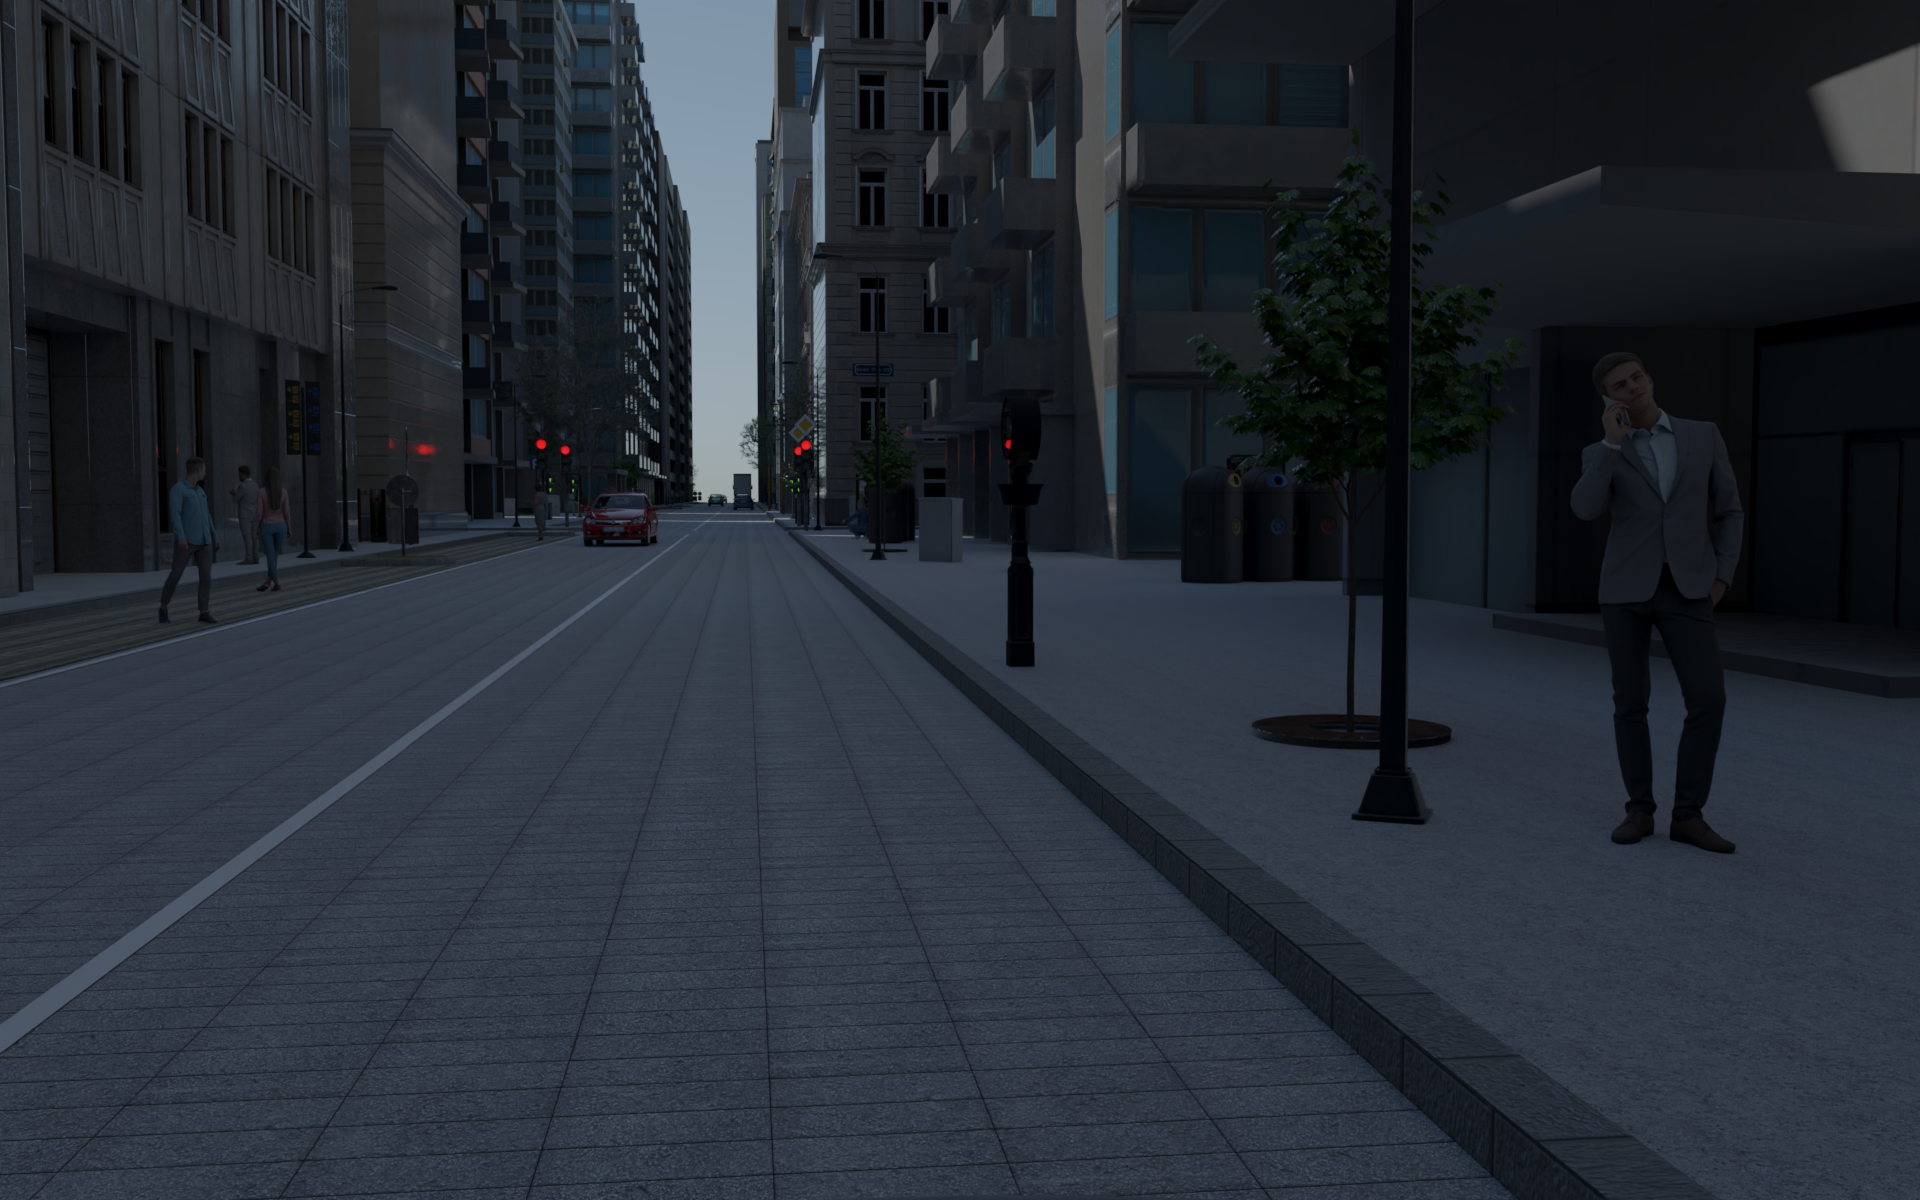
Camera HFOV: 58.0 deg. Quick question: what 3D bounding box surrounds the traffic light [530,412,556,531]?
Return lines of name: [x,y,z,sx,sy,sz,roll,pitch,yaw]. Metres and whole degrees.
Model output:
traffic light: [-14.298,-4.312,59.417,0.839,4.253,0.868,0,4,-7]

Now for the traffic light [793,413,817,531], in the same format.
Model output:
traffic light: [-5.408,-4.380,60.537,0.839,4.253,0.868,0,4,-7]

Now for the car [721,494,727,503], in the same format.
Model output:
car: [-38.089,-16.144,276.320,2.083,1.381,4.827,-1,4,-9]

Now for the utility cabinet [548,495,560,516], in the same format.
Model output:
utility cabinet: [-23.416,-5.402,99.491,0.306,1.237,1.020,2,4,26]

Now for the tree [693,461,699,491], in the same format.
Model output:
tree: [-46.183,-20.976,293.323,4.360,8.622,3.978,0,3,0]

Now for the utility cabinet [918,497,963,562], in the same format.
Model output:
utility cabinet: [-0.364,-1.330,32.907,0.306,1.237,1.020,-3,5,-39]

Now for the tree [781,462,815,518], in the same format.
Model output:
tree: [-8.356,-5.900,91.058,1.663,3.219,1.824,0,3,0]

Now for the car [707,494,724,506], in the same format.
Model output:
car: [-28.613,-11.877,202.989,1.959,1.807,4.718,0,4,-6]

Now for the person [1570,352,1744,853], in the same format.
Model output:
person: [2.564,-0.008,6.355,0.592,1.802,0.473,2,4,32]

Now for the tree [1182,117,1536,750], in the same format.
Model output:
tree: [1.945,-0.884,9.052,1.663,3.219,1.824,0,3,0]

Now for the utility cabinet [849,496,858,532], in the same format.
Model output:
utility cabinet: [-3.286,-2.878,58.221,0.306,1.237,1.020,3,4,36]

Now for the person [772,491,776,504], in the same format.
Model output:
person: [-24.331,-13.533,227.824,0.721,1.766,1.217,-3,5,-41]

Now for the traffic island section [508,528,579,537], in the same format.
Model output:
traffic island section: [-14.339,-2.279,59.546,2.009,0.180,2.903,0,4,-7]

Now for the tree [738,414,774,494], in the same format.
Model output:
tree: [-25.145,-18.335,225.537,9.928,11.665,9.643,0,3,0]

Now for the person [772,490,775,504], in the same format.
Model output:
person: [-24.746,-13.642,229.532,0.683,1.767,0.568,-2,4,-31]

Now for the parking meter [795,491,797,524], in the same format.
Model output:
parking meter: [-6.933,-4.054,74.697,0.372,1.533,0.369,0,3,0]

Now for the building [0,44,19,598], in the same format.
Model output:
building: [-15.975,-9.633,12.257,10.420,20.320,16.860,0,4,-7]

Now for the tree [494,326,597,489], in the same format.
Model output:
tree: [-18.370,-7.738,76.882,4.360,8.622,3.978,0,3,0]

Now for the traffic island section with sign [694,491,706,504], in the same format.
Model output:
traffic island section with sign: [-37.938,-14.682,248.677,1.989,1.847,2.006,0,4,-7]

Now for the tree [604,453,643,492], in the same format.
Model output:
tree: [-26.930,-9.452,138.250,4.285,4.588,4.351,0,3,0]

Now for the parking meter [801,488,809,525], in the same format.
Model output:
parking meter: [-6.446,-3.887,71.959,0.372,1.533,0.369,0,3,0]

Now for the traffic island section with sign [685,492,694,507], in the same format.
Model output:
traffic island section with sign: [-31.031,-11.297,193.335,1.989,1.847,2.006,0,4,-7]

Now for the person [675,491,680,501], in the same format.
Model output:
person: [-37.977,-13.820,232.785,0.721,1.735,1.217,1,4,13]

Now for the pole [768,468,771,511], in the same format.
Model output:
pole: [-14.759,-8.581,134.150,0.158,3.312,0.155,0,3,0]

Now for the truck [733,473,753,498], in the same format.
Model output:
truck: [-30.305,-15.443,241.405,2.839,4.237,11.283,0,4,-7]

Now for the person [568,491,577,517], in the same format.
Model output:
person: [-21.833,-5.563,96.982,0.794,1.824,0.713,2,4,29]

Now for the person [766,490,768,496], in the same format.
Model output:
person: [-23.604,-12.611,212.678,0.568,1.767,0.683,-1,4,-16]

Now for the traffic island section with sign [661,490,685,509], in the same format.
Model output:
traffic island section with sign: [-27.631,-9.626,166.016,1.989,1.847,2.006,0,4,-7]

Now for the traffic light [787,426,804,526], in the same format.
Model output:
traffic light: [-6.396,-4.865,68.461,0.839,4.253,0.868,0,4,-7]

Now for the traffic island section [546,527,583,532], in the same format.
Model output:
traffic island section: [-15.327,-2.764,67.470,2.009,0.180,2.903,0,4,-7]

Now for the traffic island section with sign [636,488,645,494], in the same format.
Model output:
traffic island section with sign: [-21.506,-6.625,116.948,1.989,1.847,2.006,0,4,-7]

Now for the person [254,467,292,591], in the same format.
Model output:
person: [-10.040,-1.029,25.342,0.388,1.821,0.555,3,5,39]

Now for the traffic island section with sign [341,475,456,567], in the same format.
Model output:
traffic island section with sign: [-11.286,-1.612,34.990,1.989,1.847,2.006,0,4,-7]

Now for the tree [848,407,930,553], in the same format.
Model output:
tree: [-1.754,-2.686,38.525,1.663,3.219,1.824,0,3,0]

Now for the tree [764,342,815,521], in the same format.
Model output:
tree: [-7.299,-8.143,83.504,4.360,8.622,3.978,0,3,0]

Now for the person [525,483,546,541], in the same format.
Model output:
person: [-12.892,-2.690,52.841,0.532,1.782,0.716,1,4,12]

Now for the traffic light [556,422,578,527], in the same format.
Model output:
traffic light: [-15.286,-4.796,67.341,0.839,4.253,0.868,0,4,-7]

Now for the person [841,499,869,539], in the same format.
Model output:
person: [-2.988,-2.324,49.542,0.738,1.151,1.012,3,4,38]

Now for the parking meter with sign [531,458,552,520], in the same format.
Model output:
parking meter with sign: [-20.629,-5.461,85.549,0.543,3.016,1.738,0,4,6]

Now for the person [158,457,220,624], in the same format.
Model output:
person: [-8.499,-0.657,19.109,0.748,1.841,0.638,2,4,28]

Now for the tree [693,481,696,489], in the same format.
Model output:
tree: [-47.250,-19.285,299.021,4.285,4.588,4.351,0,3,0]

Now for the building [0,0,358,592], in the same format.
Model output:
building: [-19.418,-13.022,30.938,12.078,24.808,19.932,0,4,-7]

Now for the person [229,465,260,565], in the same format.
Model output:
person: [-13.054,-1.551,31.589,0.466,1.800,0.511,0,4,-5]

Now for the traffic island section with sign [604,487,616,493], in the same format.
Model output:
traffic island section with sign: [-18.170,-4.989,90.199,1.989,1.847,2.006,0,4,-7]

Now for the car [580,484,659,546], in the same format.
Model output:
car: [-9.553,-2.436,48.873,2.155,1.783,4.494,0,4,-5]

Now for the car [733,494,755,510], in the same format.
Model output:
car: [-19.366,-8.753,155.110,2.014,1.417,4.499,0,4,-5]

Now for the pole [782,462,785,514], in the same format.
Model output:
pole: [-11.153,-7.058,109.248,0.158,3.312,0.155,0,3,0]

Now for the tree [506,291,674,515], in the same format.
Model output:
tree: [-22.460,-11.915,105.183,12.009,13.543,11.850,0,3,0]
